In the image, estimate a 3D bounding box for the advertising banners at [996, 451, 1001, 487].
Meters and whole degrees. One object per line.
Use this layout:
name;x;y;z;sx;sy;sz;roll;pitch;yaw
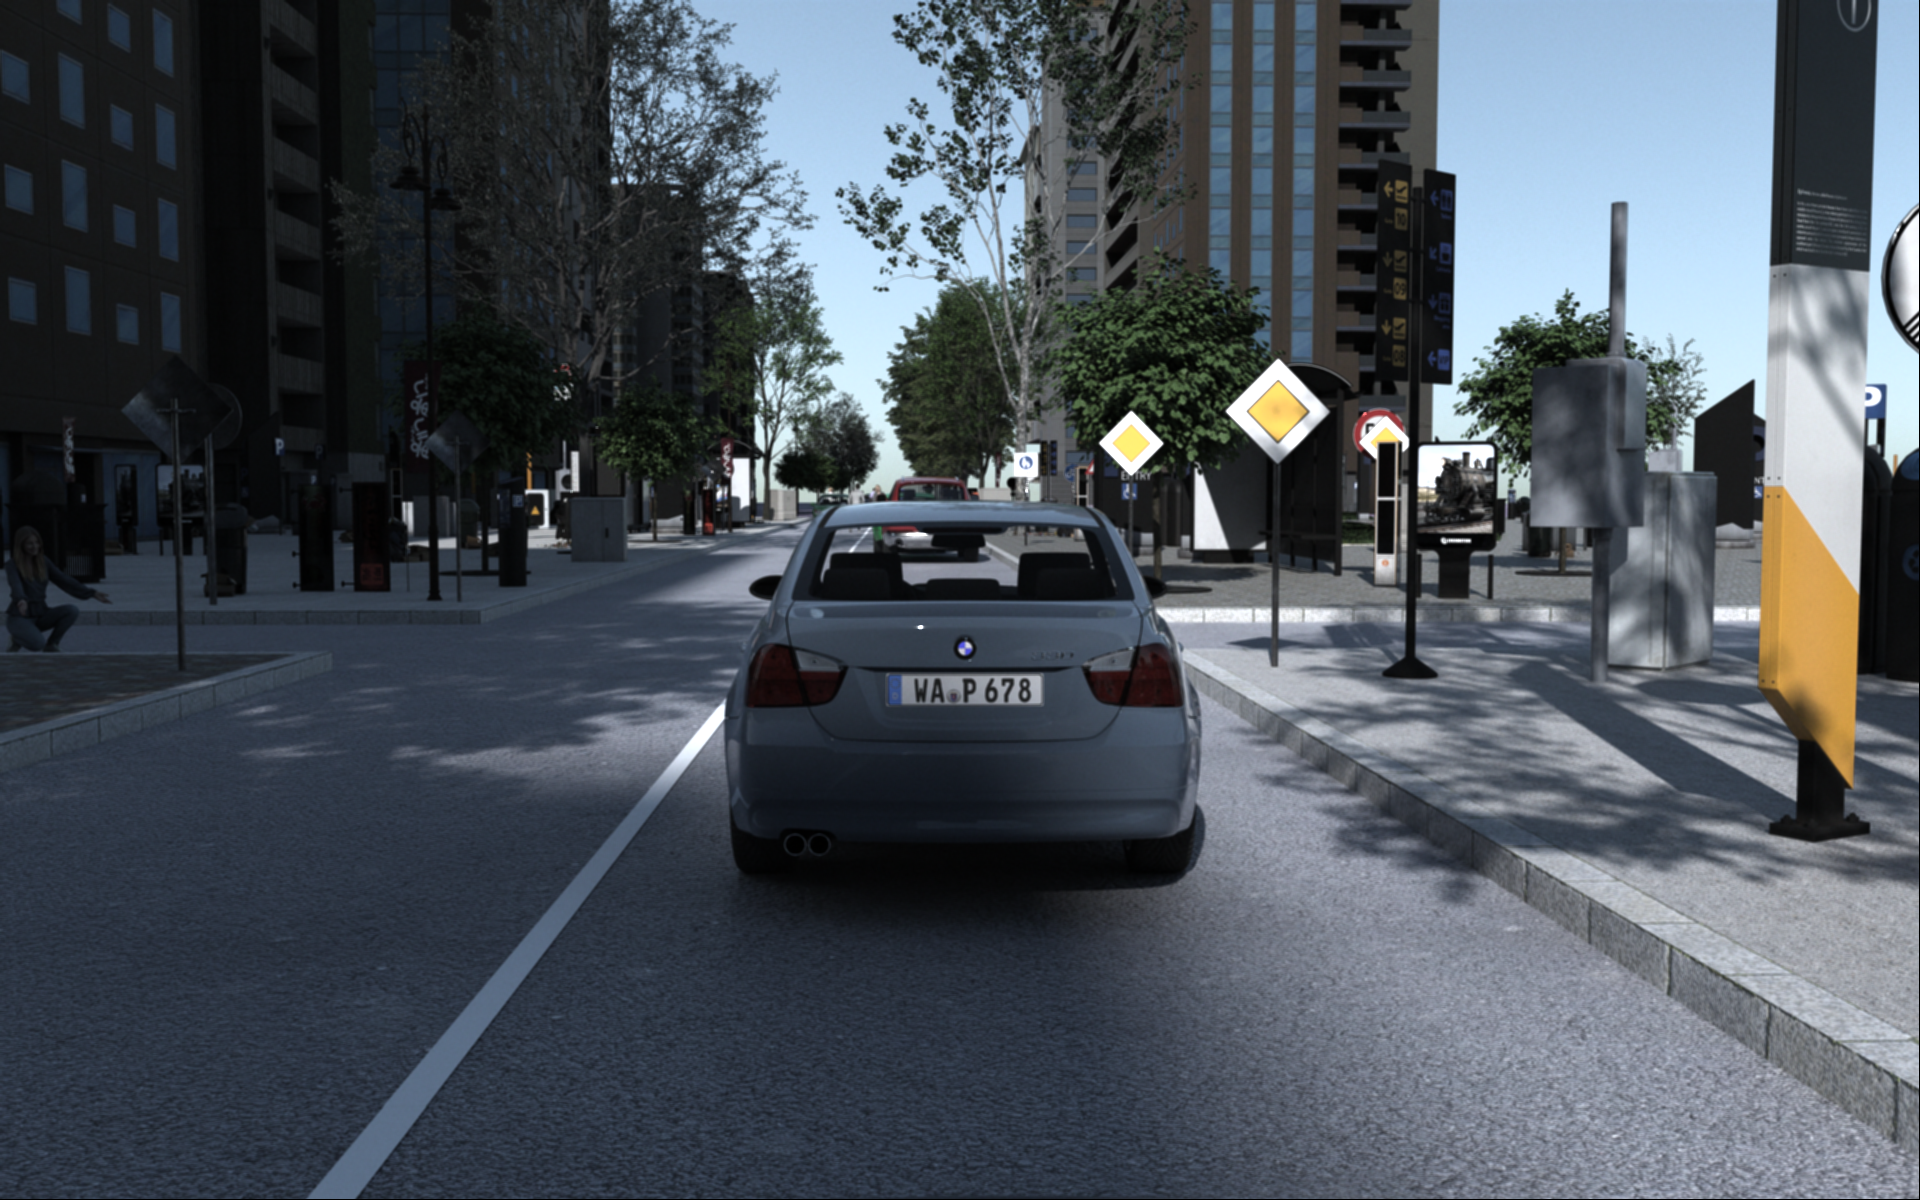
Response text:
advertising banners;1.275;-4.635;71.963;0.090;3.025;2.074;-1;4;-22

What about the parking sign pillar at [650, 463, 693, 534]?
parking sign pillar;-9.436;-4.173;56.703;1.447;3.967;1.447;-2;4;-27

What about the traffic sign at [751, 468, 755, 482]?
traffic sign;-9.774;-4.851;79.416;0.768;2.556;0.104;0;4;7

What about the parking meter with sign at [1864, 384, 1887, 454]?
parking meter with sign;14.000;-1.876;26.930;0.543;3.016;1.738;2;4;31

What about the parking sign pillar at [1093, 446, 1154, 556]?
parking sign pillar;3.495;-2.940;36.543;1.447;3.967;1.447;-1;4;-17

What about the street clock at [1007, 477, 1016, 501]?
street clock;2.297;-4.327;75.311;0.471;2.002;0.358;2;4;29

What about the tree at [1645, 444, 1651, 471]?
tree;21.840;-3.740;55.747;1.663;3.219;1.824;0;3;0

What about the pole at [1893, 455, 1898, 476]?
pole;48.703;-5.895;90.234;0.158;3.312;0.155;0;3;0

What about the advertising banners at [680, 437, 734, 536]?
advertising banners;-7.828;-3.520;53.732;2.074;3.025;0.090;2;4;29

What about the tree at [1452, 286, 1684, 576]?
tree;9.608;-2.688;27.660;4.285;4.588;4.351;0;3;0

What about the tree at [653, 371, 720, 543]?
tree;-8.093;-3.814;46.077;4.285;4.588;4.351;0;3;0

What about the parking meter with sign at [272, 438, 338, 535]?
parking meter with sign;-20.357;-3.516;53.745;1.738;3.016;0.543;1;4;10

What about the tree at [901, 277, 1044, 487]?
tree;0.656;-10.574;91.008;7.486;12.596;7.792;0;3;0

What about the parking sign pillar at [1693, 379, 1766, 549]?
parking sign pillar;18.224;-3.231;41.295;1.447;3.967;1.447;3;4;39

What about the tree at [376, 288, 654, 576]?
tree;-7.712;-2.689;27.686;4.285;4.588;4.351;0;3;0

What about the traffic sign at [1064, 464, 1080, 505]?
traffic sign;4.788;-4.477;73.307;0.768;2.556;0.104;0;4;4

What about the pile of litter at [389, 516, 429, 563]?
pile of litter;-10.524;-1.172;33.129;1.176;0.858;1.719;1;4;14

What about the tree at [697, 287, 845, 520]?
tree;-9.518;-9.779;85.644;9.928;11.665;9.643;0;3;0

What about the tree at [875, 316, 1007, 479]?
tree;-0.876;-12.699;114.287;9.857;13.997;8.962;0;3;0

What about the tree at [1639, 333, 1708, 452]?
tree;31.959;-7.848;78.675;4.360;8.622;3.978;0;3;0

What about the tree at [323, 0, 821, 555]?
tree;-8.024;-7.727;36.710;12.009;13.543;11.850;0;3;0

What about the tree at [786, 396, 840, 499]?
tree;-10.721;-10.885;128.330;4.360;8.622;3.978;0;3;0

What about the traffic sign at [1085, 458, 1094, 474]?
traffic sign;3.789;-2.845;46.514;0.884;2.594;0.081;0;4;3

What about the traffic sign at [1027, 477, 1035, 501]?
traffic sign;2.826;-4.427;72.495;0.768;2.556;0.104;0;4;1

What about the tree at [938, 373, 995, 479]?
tree;0.233;-9.091;98.994;4.737;8.622;4.395;0;3;0

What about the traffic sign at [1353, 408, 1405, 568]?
traffic sign;6.242;-1.576;25.879;0.768;2.556;0.104;0;4;2

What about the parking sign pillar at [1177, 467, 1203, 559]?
parking sign pillar;5.071;-2.815;34.504;1.447;3.967;1.447;0;4;3

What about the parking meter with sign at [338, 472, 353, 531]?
parking meter with sign;-21.821;-3.971;61.187;0.543;3.016;1.738;3;4;38

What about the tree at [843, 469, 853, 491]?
tree;-10.100;-8.435;121.618;4.285;4.588;4.351;0;3;0

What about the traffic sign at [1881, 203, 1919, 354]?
traffic sign;4.153;-0.432;7.173;0.768;2.556;0.104;0;4;0

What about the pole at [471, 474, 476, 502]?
pole;-19.014;-4.515;67.658;0.158;3.312;0.155;0;3;0

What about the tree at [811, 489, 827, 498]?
tree;-11.411;-8.993;141.633;1.663;3.219;1.824;0;3;0

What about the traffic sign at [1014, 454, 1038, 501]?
traffic sign;1.639;-2.503;43.046;0.606;2.300;0.079;0;4;4

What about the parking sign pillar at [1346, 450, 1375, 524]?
parking sign pillar;17.199;-5.220;73.819;1.447;3.967;1.447;1;4;8

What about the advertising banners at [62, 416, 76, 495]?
advertising banners;-20.127;-2.576;38.308;0.090;3.025;2.074;0;4;6

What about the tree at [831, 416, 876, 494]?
tree;-15.502;-20.316;250.287;7.486;12.596;7.792;0;3;0

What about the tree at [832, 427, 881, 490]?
tree;-14.666;-18.417;235.527;8.767;10.594;7.601;1;4;9

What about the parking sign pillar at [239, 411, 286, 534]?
parking sign pillar;-22.638;-4.133;56.041;1.447;3.967;1.447;2;4;26

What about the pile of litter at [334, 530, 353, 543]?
pile of litter;-16.061;-1.975;46.249;1.176;0.858;1.719;2;4;30

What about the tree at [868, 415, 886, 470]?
tree;-13.869;-17.927;203.473;12.009;13.543;11.850;0;3;0

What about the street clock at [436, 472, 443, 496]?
street clock;-16.797;-3.121;55.591;0.471;2.002;0.358;3;4;36

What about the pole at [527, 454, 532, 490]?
pole;-16.091;-4.336;64.744;0.158;3.312;0.155;0;3;0

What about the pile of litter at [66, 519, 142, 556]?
pile of litter;-18.034;-1.360;36.197;1.719;0.858;1.176;-1;4;-17

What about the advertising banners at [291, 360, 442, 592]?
advertising banners;-7.760;-1.621;22.696;2.074;3.025;0.090;0;4;5

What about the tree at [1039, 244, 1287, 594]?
tree;2.697;-2.398;22.925;4.285;4.588;4.351;0;3;0

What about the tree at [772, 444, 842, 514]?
tree;-10.674;-7.976;114.126;4.285;4.588;4.351;0;3;0

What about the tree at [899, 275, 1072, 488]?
tree;1.187;-9.498;81.052;9.928;11.665;9.643;0;3;0

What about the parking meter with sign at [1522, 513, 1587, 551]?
parking meter with sign;13.463;-2.610;38.938;1.738;3.016;0.543;-2;4;-25

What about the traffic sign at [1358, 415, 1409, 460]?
traffic sign;6.243;-1.485;25.465;0.795;2.450;0.064;0;4;3

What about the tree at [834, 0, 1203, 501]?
tree;2.111;-12.357;57.924;12.611;20.169;13.585;0;3;0

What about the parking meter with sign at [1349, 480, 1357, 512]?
parking meter with sign;20.340;-5.633;88.353;0.543;3.016;1.738;2;4;33
